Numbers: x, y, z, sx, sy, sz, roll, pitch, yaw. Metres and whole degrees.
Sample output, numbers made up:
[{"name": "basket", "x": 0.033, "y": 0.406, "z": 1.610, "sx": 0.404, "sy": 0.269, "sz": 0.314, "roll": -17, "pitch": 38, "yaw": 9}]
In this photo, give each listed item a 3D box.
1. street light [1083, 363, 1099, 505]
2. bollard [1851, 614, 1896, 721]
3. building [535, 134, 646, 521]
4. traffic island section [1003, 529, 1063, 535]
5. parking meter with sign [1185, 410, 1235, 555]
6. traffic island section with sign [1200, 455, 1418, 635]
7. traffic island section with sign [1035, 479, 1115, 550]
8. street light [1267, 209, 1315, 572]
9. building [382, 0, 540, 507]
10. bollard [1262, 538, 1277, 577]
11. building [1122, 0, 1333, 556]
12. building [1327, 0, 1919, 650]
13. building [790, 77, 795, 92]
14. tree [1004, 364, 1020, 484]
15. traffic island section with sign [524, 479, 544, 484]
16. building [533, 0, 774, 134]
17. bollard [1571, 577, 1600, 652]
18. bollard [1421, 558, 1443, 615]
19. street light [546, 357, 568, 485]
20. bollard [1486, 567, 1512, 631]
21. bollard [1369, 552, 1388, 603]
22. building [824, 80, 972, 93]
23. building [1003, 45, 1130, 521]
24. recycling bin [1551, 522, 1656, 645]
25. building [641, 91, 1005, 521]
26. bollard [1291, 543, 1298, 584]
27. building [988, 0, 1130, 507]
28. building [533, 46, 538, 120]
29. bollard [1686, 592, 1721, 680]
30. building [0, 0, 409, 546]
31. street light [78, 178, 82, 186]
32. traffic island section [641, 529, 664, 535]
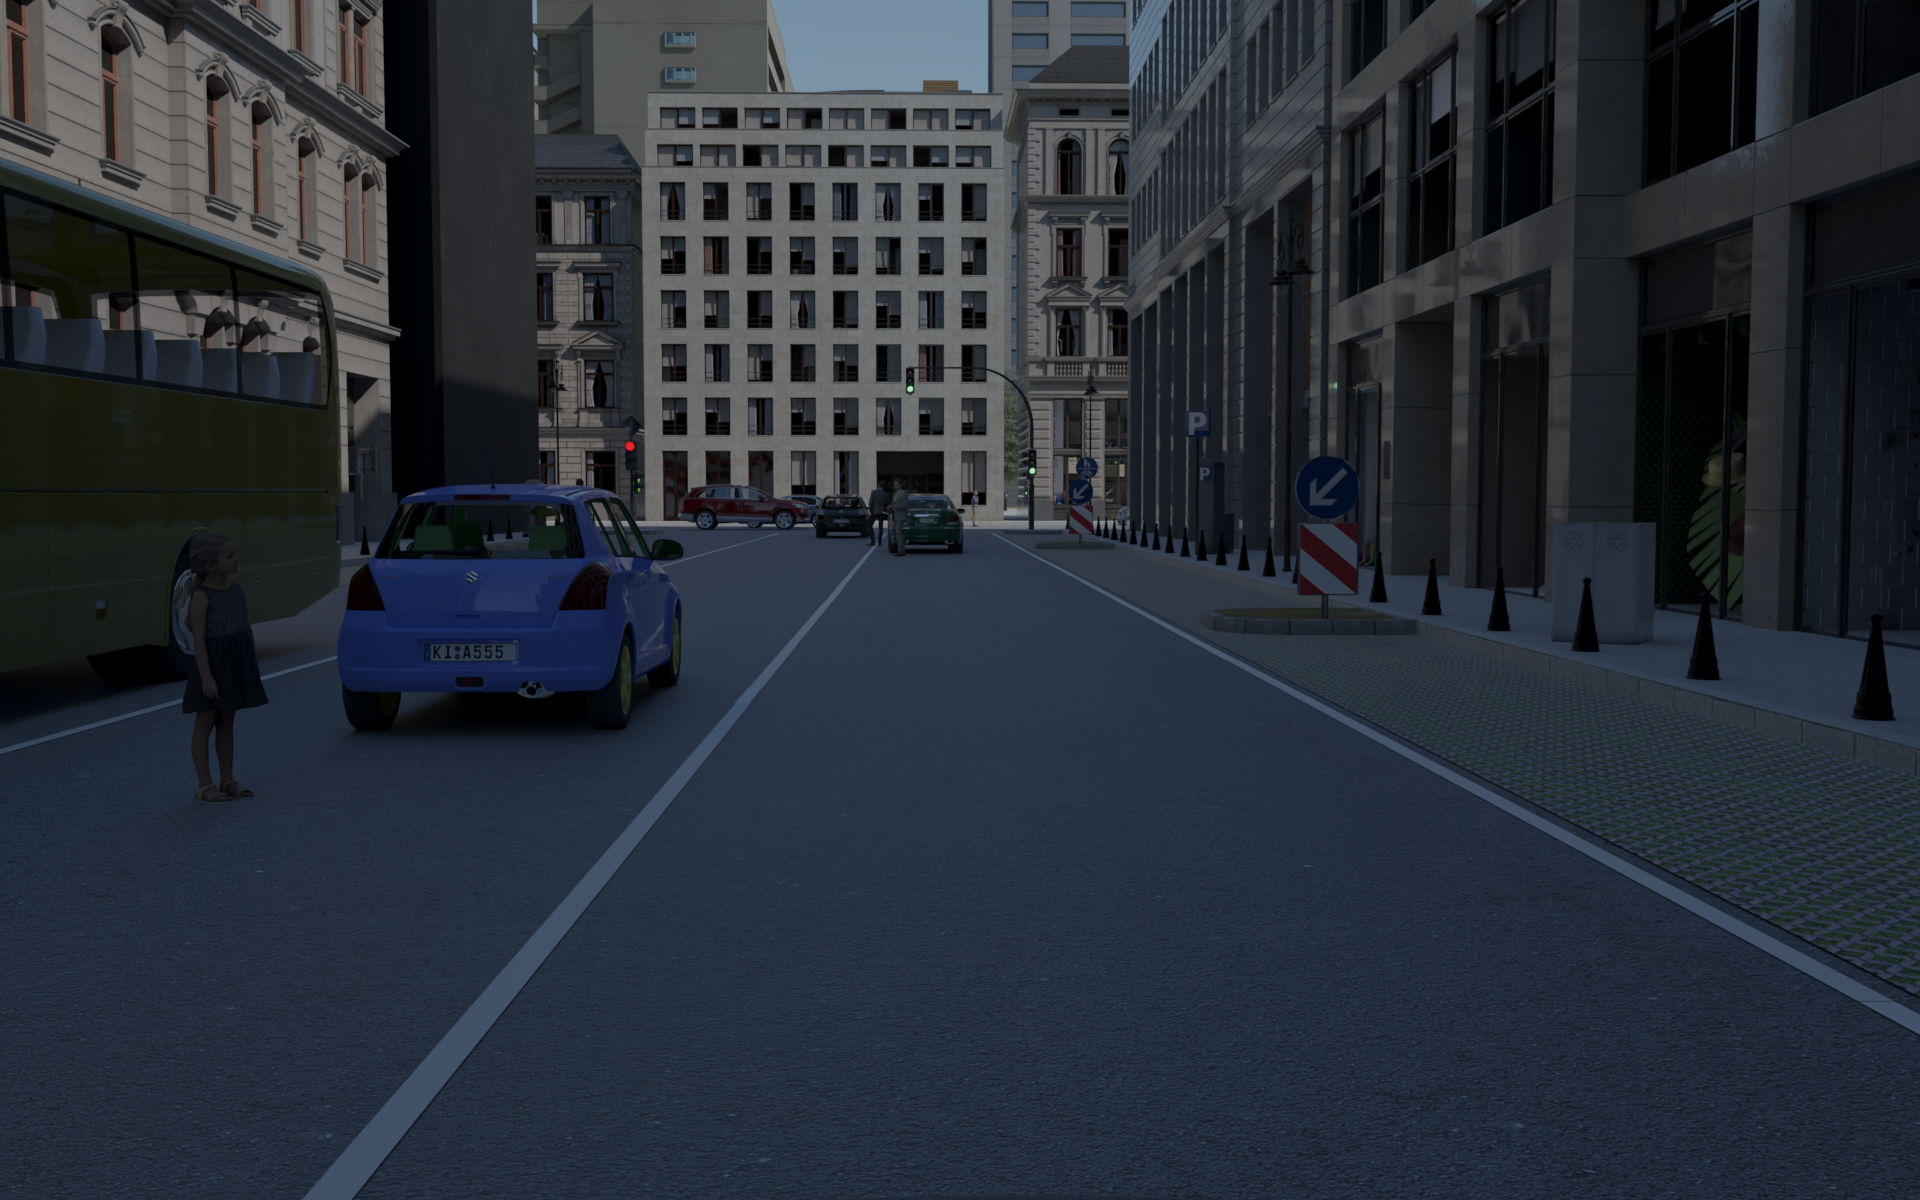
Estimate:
[{"name": "street light", "x": 4.612, "y": -5.414, "z": 61.304, "sx": 0.468, "sy": 5.910, "sz": 1.993, "roll": 0, "pitch": 4, "yaw": -1}, {"name": "bollard", "x": 5.218, "y": 0.377, "z": 9.877, "sx": 0.229, "sy": 0.601, "sz": 0.229, "roll": 0, "pitch": 3, "yaw": 0}, {"name": "building", "x": -24.543, "y": -13.559, "z": 86.316, "sx": 19.286, "sy": 19.102, "sz": 10.561, "roll": 0, "pitch": 4, "yaw": -1}, {"name": "traffic island section", "x": 2.577, "y": -2.436, "z": 62.109, "sx": 2.009, "sy": 0.180, "sz": 2.903, "roll": 0, "pitch": 4, "yaw": -1}, {"name": "parking meter with sign", "x": 5.369, "y": -2.489, "z": 36.950, "sx": 0.543, "sy": 3.016, "sz": 1.738, "roll": 2, "pitch": 4, "yaw": 29}, {"name": "traffic island section with sign", "x": 3.622, "y": -0.600, "z": 18.430, "sx": 1.989, "sy": 1.847, "sz": 2.006, "roll": 0, "pitch": 4, "yaw": -1}, {"name": "traffic island section with sign", "x": 2.984, "y": -2.248, "z": 45.378, "sx": 1.989, "sy": 1.847, "sz": 2.006, "roll": 0, "pitch": 4, "yaw": -1}, {"name": "street light", "x": 5.413, "y": -3.406, "z": 28.484, "sx": 0.468, "sy": 5.910, "sz": 1.993, "roll": 0, "pitch": 4, "yaw": -1}, {"name": "building", "x": -22.652, "y": -13.747, "z": 54.441, "sx": 15.834, "sy": 23.373, "sz": 12.332, "roll": 0, "pitch": 4, "yaw": -1}, {"name": "bollard", "x": 4.812, "y": -0.666, "z": 26.932, "sx": 0.229, "sy": 0.601, "sz": 0.229, "roll": 0, "pitch": 3, "yaw": 0}, {"name": "building", "x": 11.630, "y": -16.412, "z": 45.837, "sx": 11.434, "sy": 29.767, "sz": 29.804, "roll": 0, "pitch": 4, "yaw": -1}, {"name": "building", "x": 16.688, "y": -12.820, "z": 14.131, "sx": 19.350, "sy": 26.468, "sz": 34.151, "roll": 0, "pitch": 4, "yaw": -1}, {"name": "building", "x": -28.468, "y": -34.226, "z": 183.293, "sx": 21.300, "sy": 48.544, "sz": 21.600, "roll": 0, "pitch": 4, "yaw": -1}, {"name": "tree", "x": 3.372, "y": -15.289, "z": 156.631, "sx": 9.857, "sy": 13.997, "sz": 8.962, "roll": 0, "pitch": 3, "yaw": 0}, {"name": "traffic island section with sign", "x": -10.974, "y": -2.188, "z": 44.400, "sx": 1.989, "sy": 1.847, "sz": 2.006, "roll": 0, "pitch": 4, "yaw": -1}, {"name": "building", "x": -27.582, "y": -32.873, "z": 161.171, "sx": 21.300, "sy": 48.544, "sz": 21.600, "roll": 0, "pitch": 4, "yaw": -1}, {"name": "bollard", "x": 5.114, "y": 0.116, "z": 14.140, "sx": 0.229, "sy": 0.601, "sz": 0.229, "roll": 0, "pitch": 3, "yaw": 0}, {"name": "bollard", "x": 5.017, "y": -0.144, "z": 18.398, "sx": 0.229, "sy": 0.601, "sz": 0.229, "roll": 0, "pitch": 3, "yaw": 0}, {"name": "street light", "x": -13.589, "y": -5.244, "z": 58.525, "sx": 0.468, "sy": 5.910, "sz": 1.993, "roll": 0, "pitch": 4, "yaw": -1}, {"name": "bollard", "x": 5.067, "y": -0.014, "z": 16.266, "sx": 0.229, "sy": 0.601, "sz": 0.229, "roll": 0, "pitch": 3, "yaw": 0}, {"name": "bollard", "x": 4.963, "y": -0.274, "z": 20.524, "sx": 0.229, "sy": 0.601, "sz": 0.229, "roll": 0, "pitch": 3, "yaw": 0}, {"name": "building", "x": -12.378, "y": -43.283, "z": 249.668, "sx": 28.212, "sy": 58.520, "sz": 21.231, "roll": 0, "pitch": 4, "yaw": -1}, {"name": "building", "x": 12.363, "y": -15.767, "z": 86.663, "sx": 19.941, "sy": 23.489, "sz": 11.050, "roll": 0, "pitch": 4, "yaw": -1}, {"name": "recycling bin", "x": 5.627, "y": -0.158, "z": 15.138, "sx": 0.722, "sy": 1.027, "sz": 0.722, "roll": 2, "pitch": 4, "yaw": 33}, {"name": "building", "x": -6.457, "y": -14.141, "z": 85.950, "sx": 16.860, "sy": 20.320, "sz": 10.420, "roll": 0, "pitch": 4, "yaw": -1}, {"name": "bollard", "x": 4.860, "y": -0.535, "z": 24.790, "sx": 0.229, "sy": 0.601, "sz": 0.229, "roll": 0, "pitch": 3, "yaw": 0}, {"name": "building", "x": 13.375, "y": -39.056, "z": 180.570, "sx": 21.231, "sy": 58.520, "sz": 28.212, "roll": 0, "pitch": 4, "yaw": -1}, {"name": "building", "x": -60.937, "y": -37.585, "z": 203.760, "sx": 27.495, "sy": 52.752, "sz": 28.713, "roll": 0, "pitch": 4, "yaw": -1}, {"name": "bollard", "x": 5.165, "y": 0.246, "z": 12.015, "sx": 0.229, "sy": 0.601, "sz": 0.229, "roll": 0, "pitch": 3, "yaw": 0}, {"name": "building", "x": -21.394, "y": -15.174, "z": 35.482, "sx": 14.401, "sy": 28.519, "sz": 23.554, "roll": 0, "pitch": 4, "yaw": -1}, {"name": "street light", "x": -12.875, "y": -3.224, "z": 25.499, "sx": 0.468, "sy": 5.910, "sz": 1.993, "roll": 0, "pitch": 4, "yaw": -1}, {"name": "traffic island section", "x": -11.710, "y": -2.416, "z": 61.775, "sx": 2.009, "sy": 0.180, "sz": 2.903, "roll": 0, "pitch": 4, "yaw": -1}]
